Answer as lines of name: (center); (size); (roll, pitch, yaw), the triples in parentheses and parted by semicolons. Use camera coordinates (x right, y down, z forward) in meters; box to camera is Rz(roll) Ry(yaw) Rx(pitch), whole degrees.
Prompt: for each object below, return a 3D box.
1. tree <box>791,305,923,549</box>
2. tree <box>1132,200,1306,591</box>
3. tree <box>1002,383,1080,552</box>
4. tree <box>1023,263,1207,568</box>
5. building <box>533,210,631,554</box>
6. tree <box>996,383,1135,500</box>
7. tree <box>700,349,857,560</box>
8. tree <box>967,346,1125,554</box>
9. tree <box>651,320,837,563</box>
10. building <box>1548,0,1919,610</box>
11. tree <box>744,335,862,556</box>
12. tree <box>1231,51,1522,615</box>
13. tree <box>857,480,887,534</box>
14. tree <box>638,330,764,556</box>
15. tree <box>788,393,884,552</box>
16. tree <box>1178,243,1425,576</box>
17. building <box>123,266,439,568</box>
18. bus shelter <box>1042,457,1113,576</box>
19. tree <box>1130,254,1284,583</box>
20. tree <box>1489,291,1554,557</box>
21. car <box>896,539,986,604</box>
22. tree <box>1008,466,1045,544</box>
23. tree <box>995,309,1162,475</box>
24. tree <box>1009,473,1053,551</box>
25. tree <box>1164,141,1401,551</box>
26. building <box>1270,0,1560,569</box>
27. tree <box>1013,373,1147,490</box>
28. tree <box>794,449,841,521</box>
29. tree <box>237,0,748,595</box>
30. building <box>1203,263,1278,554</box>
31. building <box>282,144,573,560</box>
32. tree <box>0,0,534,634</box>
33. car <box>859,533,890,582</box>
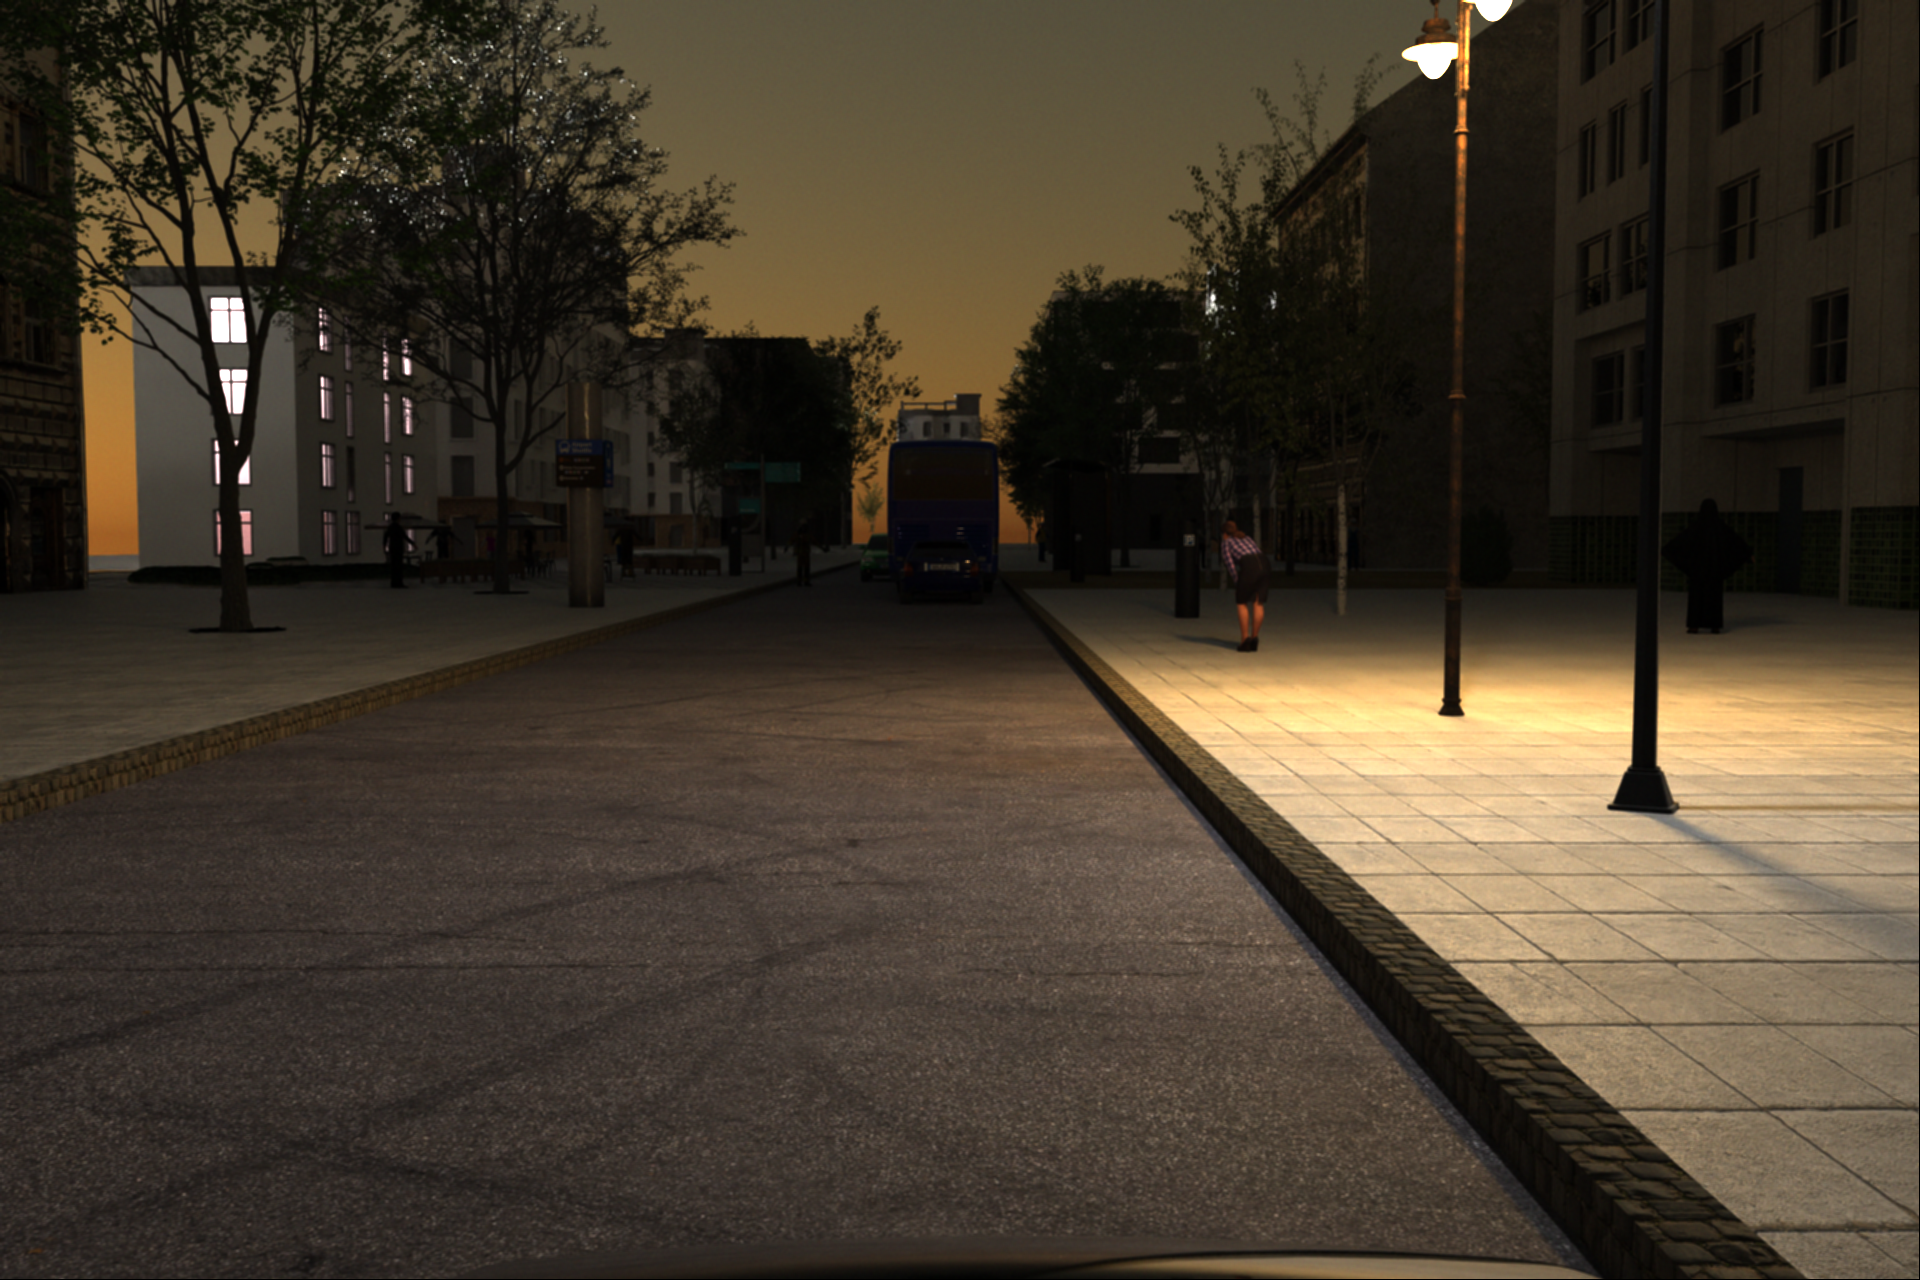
tree: (-9.344, -17.665, 144.717); (12.611, 20.169, 13.585); (0, 3, 0)
tree: (5.909, -5.386, 38.425); (4.360, 8.622, 3.978); (0, 3, 0)
tree: (6.503, -12.709, 125.915); (7.486, 12.596, 7.792); (0, 3, 0)
tree: (6.297, -8.604, 66.428); (9.928, 11.665, 9.643); (0, 3, 0)
building: (-27.008, -15.043, 102.373); (16.016, 20.090, 11.380); (0, 4, 1)
tree: (5.653, -10.091, 99.404); (8.767, 10.594, 7.601); (0, 4, -4)
tree: (-9.284, -9.307, 86.580); (8.767, 10.594, 7.601); (0, 4, 0)
tree: (5.646, -12.178, 109.480); (12.009, 13.543, 11.850); (0, 3, 0)
tree: (-9.543, -8.675, 76.250); (8.767, 10.594, 7.601); (0, 4, -1)
building: (24.178, -10.019, 30.265); (16.747, 18.905, 31.486); (0, 3, 0)
tree: (-9.229, -11.090, 99.454); (7.486, 12.596, 7.792); (0, 3, 0)
tree: (5.942, -4.711, 27.395); (4.360, 8.622, 3.978); (0, 3, 0)
tree: (-11.999, -17.399, 234.832); (4.737, 8.622, 4.395); (0, 3, 0)
tree: (-9.698, -6.810, 61.706); (4.360, 8.622, 3.978); (0, 3, 0)
tree: (-9.389, -12.083, 123.307); (9.928, 11.665, 9.643); (0, 3, 0)
tree: (10.416, -7.287, 53.557); (8.767, 10.594, 7.601); (2, 4, 31)
building: (-25.436, -7.723, 68.422); (9.099, 9.664, 28.070); (0, 4, 0)
bus shelter: (3.779, -3.963, 56.082); (1.731, 3.624, 6.357); (0, 4, -2)
tree: (6.626, -5.832, 45.716); (4.360, 8.622, 3.978); (0, 3, 0)
tree: (18.510, -6.294, 53.266); (4.737, 8.622, 4.395); (0, 3, 0)
car: (-0.398, -1.475, 36.693); (1.945, 1.354, 3.894); (0, 4, -1)
tree: (10.473, -18.808, 233.272); (9.928, 11.665, 9.643); (0, 3, 0)
tree: (5.592, -9.292, 77.685); (9.928, 11.665, 9.643); (0, 3, 0)
tree: (5.656, -11.297, 135.071); (4.737, 8.622, 4.395); (0, 3, 0)
tree: (5.860, -5.044, 32.828); (4.737, 8.622, 4.395); (0, 3, 0)
building: (24.219, -14.786, 72.674); (19.493, 23.208, 18.063); (0, 3, 0)
tree: (5.889, -9.463, 89.130); (7.601, 10.594, 8.767); (-3, 5, -41)
tree: (-9.731, -9.793, 110.479); (4.737, 8.622, 4.395); (0, 3, 0)
tree: (-9.736, -7.742, 36.956); (12.009, 13.543, 11.850); (0, 3, 0)
building: (22.419, -16.241, 121.967); (16.016, 20.090, 11.380); (0, 4, 0)
building: (-26.878, -14.007, 85.433); (16.016, 20.090, 11.380); (0, 4, 0)
tree: (-9.514, -5.922, 22.579); (9.928, 11.665, 9.643); (0, 3, 0)
car: (-2.129, -2.745, 53.680); (1.959, 1.807, 4.718); (0, 3, 0)
